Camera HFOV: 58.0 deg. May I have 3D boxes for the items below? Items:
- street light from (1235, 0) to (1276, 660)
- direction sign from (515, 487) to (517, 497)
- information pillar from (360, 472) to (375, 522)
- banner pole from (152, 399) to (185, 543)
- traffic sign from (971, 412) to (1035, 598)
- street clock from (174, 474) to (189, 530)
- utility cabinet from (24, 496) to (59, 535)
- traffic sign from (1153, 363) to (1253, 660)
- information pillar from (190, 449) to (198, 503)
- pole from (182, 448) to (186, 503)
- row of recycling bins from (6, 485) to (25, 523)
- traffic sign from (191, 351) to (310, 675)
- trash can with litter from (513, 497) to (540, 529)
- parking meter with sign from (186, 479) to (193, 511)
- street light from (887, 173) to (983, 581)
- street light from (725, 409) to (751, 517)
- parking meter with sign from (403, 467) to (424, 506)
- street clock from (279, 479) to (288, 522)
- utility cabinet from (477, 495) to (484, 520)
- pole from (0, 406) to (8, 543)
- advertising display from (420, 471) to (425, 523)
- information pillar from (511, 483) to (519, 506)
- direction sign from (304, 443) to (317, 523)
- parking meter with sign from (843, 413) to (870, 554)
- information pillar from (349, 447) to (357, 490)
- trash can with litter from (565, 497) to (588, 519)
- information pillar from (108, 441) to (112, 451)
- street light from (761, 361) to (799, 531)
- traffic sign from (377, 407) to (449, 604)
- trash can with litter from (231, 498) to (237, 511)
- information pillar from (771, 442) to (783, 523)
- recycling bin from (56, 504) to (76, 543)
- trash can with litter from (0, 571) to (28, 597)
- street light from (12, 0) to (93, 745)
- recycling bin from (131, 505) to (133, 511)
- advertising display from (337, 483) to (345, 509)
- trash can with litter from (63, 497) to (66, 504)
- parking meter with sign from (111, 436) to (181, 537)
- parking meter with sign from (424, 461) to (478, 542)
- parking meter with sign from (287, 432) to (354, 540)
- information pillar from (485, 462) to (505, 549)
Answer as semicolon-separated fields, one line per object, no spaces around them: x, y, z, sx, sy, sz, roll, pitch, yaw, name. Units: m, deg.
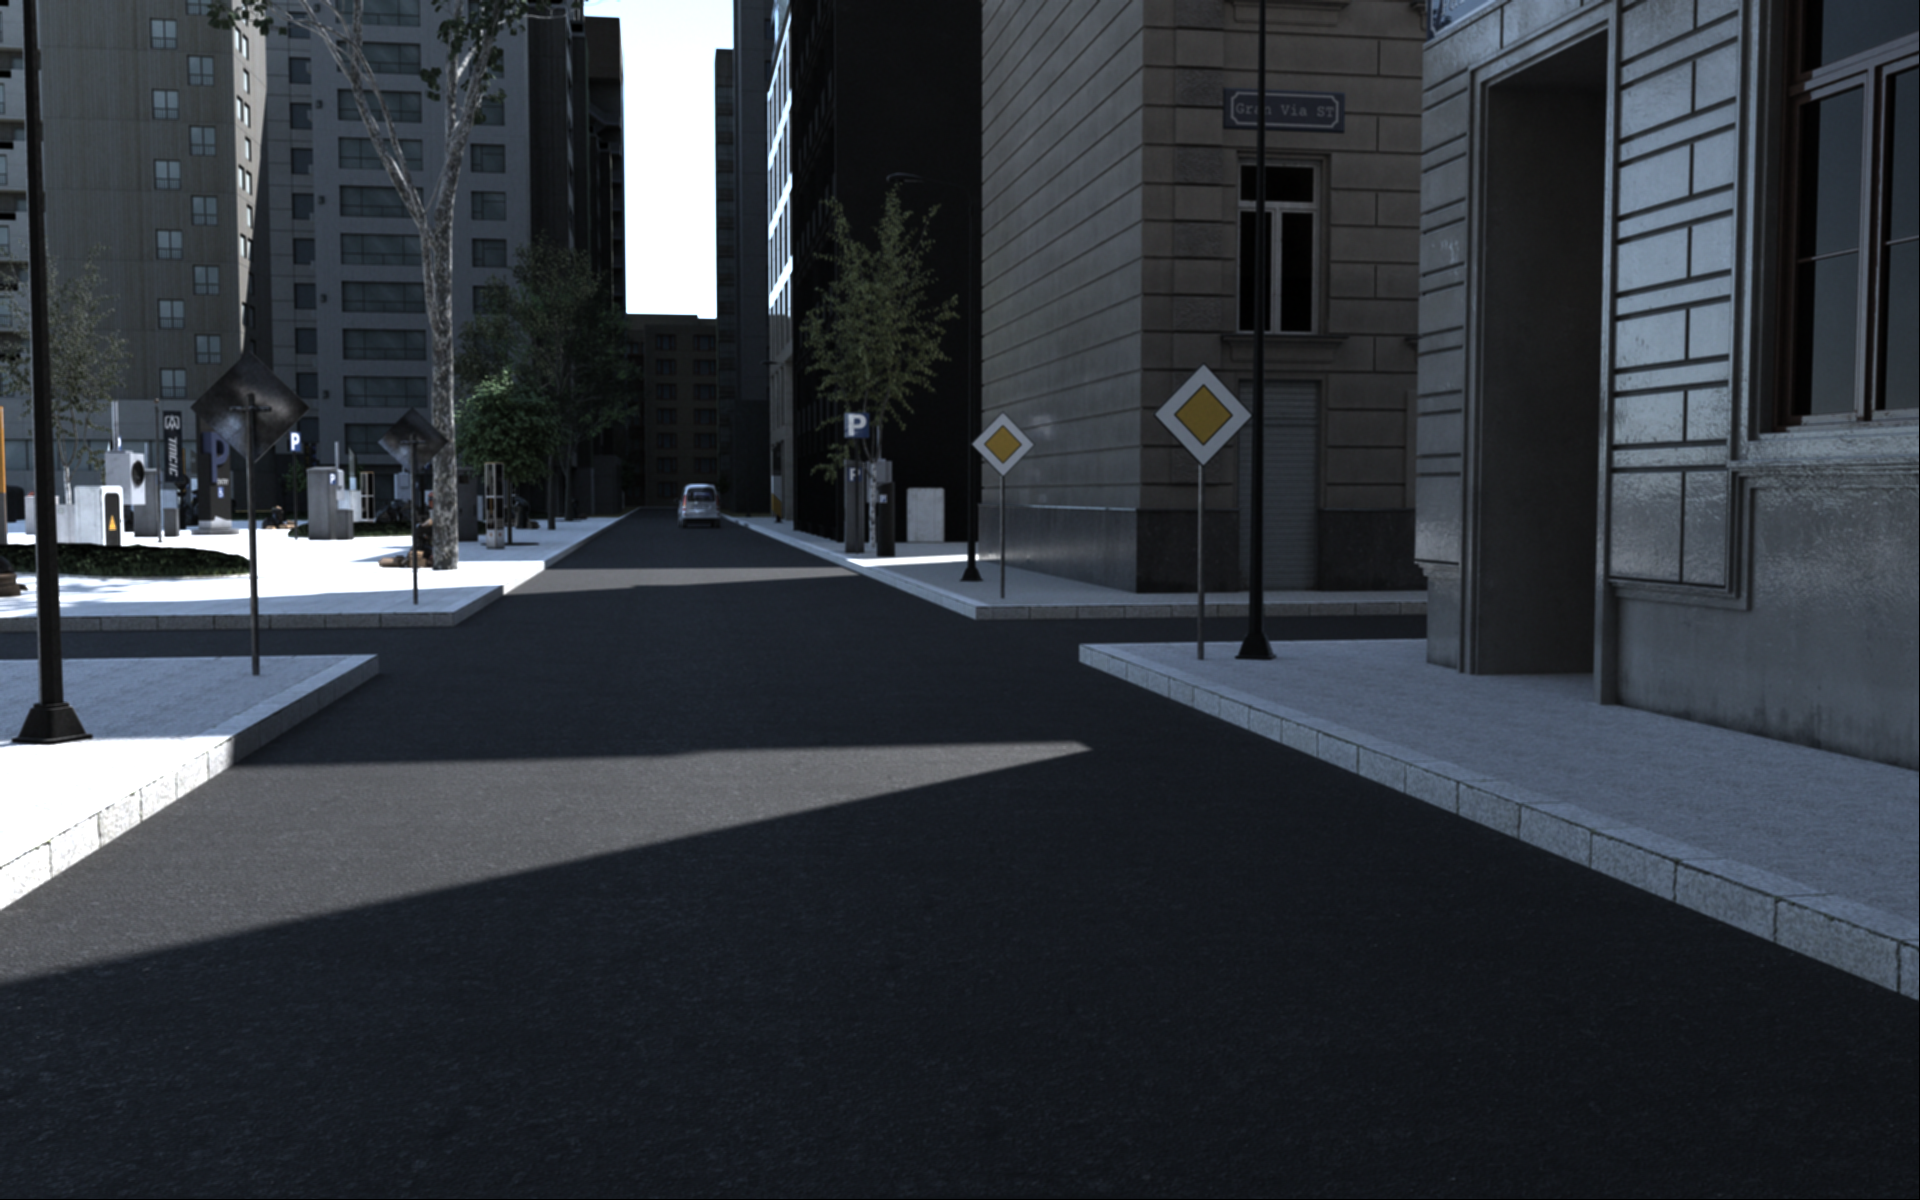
1.780;-2.493;13.294;1.470;5.913;1.316;-1;4;-10;street light
-18.323;-4.862;71.491;0.379;3.537;0.876;1;4;13;direction sign
-19.836;-3.272;57.996;0.304;2.012;0.304;2;4;28;information pillar
-20.928;-3.407;45.728;0.863;3.779;0.401;-3;5;-41;banner pole
0.519;-1.076;21.228;0.795;2.450;0.064;-1;4;-10;traffic sign
-28.135;-3.550;62.609;0.471;2.002;0.358;0;4;-4;street clock
-29.001;-2.664;54.714;1.020;1.237;0.306;1;4;10;utility cabinet
1.861;-0.594;13.356;0.795;2.450;0.064;-1;4;-10;traffic sign
-40.063;-6.082;90.796;0.504;3.616;0.183;0;4;-1;information pillar
-34.699;-5.113;77.435;0.158;3.312;0.155;0;3;0;pole
-47.472;-4.875;86.822;1.069;1.692;3.534;-2;4;-26;row of recycling bins
-4.988;-0.524;12.214;0.795;2.450;0.064;-1;4;-10;traffic sign
-15.909;-3.199;63.698;1.055;1.170;0.624;2;4;25;trash can with litter
-39.074;-5.558;87.136;0.543;3.016;1.738;-3;5;-41;parking meter with sign
-0.365;-3.230;25.348;1.470;5.913;1.316;-1;4;-10;street light
-12.208;-7.506;95.258;1.470;5.913;1.316;-1;4;-10;street light
-26.532;-5.347;83.677;1.738;3.016;0.543;1;4;13;parking meter with sign
-31.536;-4.660;80.761;0.358;2.002;0.471;-1;4;-21;street clock
-22.344;-4.253;80.692;0.306;1.237;1.020;-1;4;-12;utility cabinet
-22.292;-2.839;40.254;0.158;3.312;0.155;0;3;0;pole
-15.244;-2.686;49.133;0.123;1.923;0.974;-1;4;-17;advertising display
-23.563;-5.334;91.702;0.304;2.012;0.304;1;4;10;information pillar
-28.844;-5.195;76.938;0.379;3.537;0.876;1;4;14;direction sign
-2.298;-2.548;37.925;0.543;3.016;1.738;0;4;-6;parking meter with sign
-30.036;-5.770;85.696;0.504;3.616;0.183;3;4;37;information pillar
-19.376;-4.659;87.557;1.055;1.170;0.624;-3;5;-40;trash can with litter
-37.415;-5.196;76.303;0.183;3.616;0.504;-3;4;-37;information pillar
-6.249;-5.387;60.610;1.470;5.913;1.316;-1;4;-10;street light
-6.330;-1.006;20.086;0.795;2.450;0.064;-1;4;-10;traffic sign
-36.637;-4.650;87.409;0.624;1.170;1.055;3;4;36;trash can with litter
-8.224;-5.284;77.752;0.504;3.616;0.183;-3;5;-41;information pillar
-22.222;-1.858;42.933;0.722;1.027;0.722;3;5;43;recycling bin
-12.218;-0.618;21.486;0.624;1.170;1.055;2;4;26;trash can with litter
-4.197;-2.226;8.934;1.470;5.913;1.316;-1;4;-10;street light
-37.212;-4.053;78.814;0.722;1.027;0.722;3;5;41;recycling bin
-32.391;-5.179;89.887;0.974;1.923;0.123;1;4;9;advertising display
-44.752;-4.625;86.678;2.233;1.210;1.678;3;4;36;trash can with litter
-24.257;-3.388;51.658;1.738;3.016;0.543;0;4;-6;parking meter with sign
-13.488;-3.096;46.878;0.543;3.016;1.738;3;5;45;parking meter with sign
-17.860;-3.193;48.470;1.738;3.016;0.543;1;4;11;parking meter with sign
-10.831;-2.192;40.332;0.304;2.012;0.304;2;4;27;information pillar
